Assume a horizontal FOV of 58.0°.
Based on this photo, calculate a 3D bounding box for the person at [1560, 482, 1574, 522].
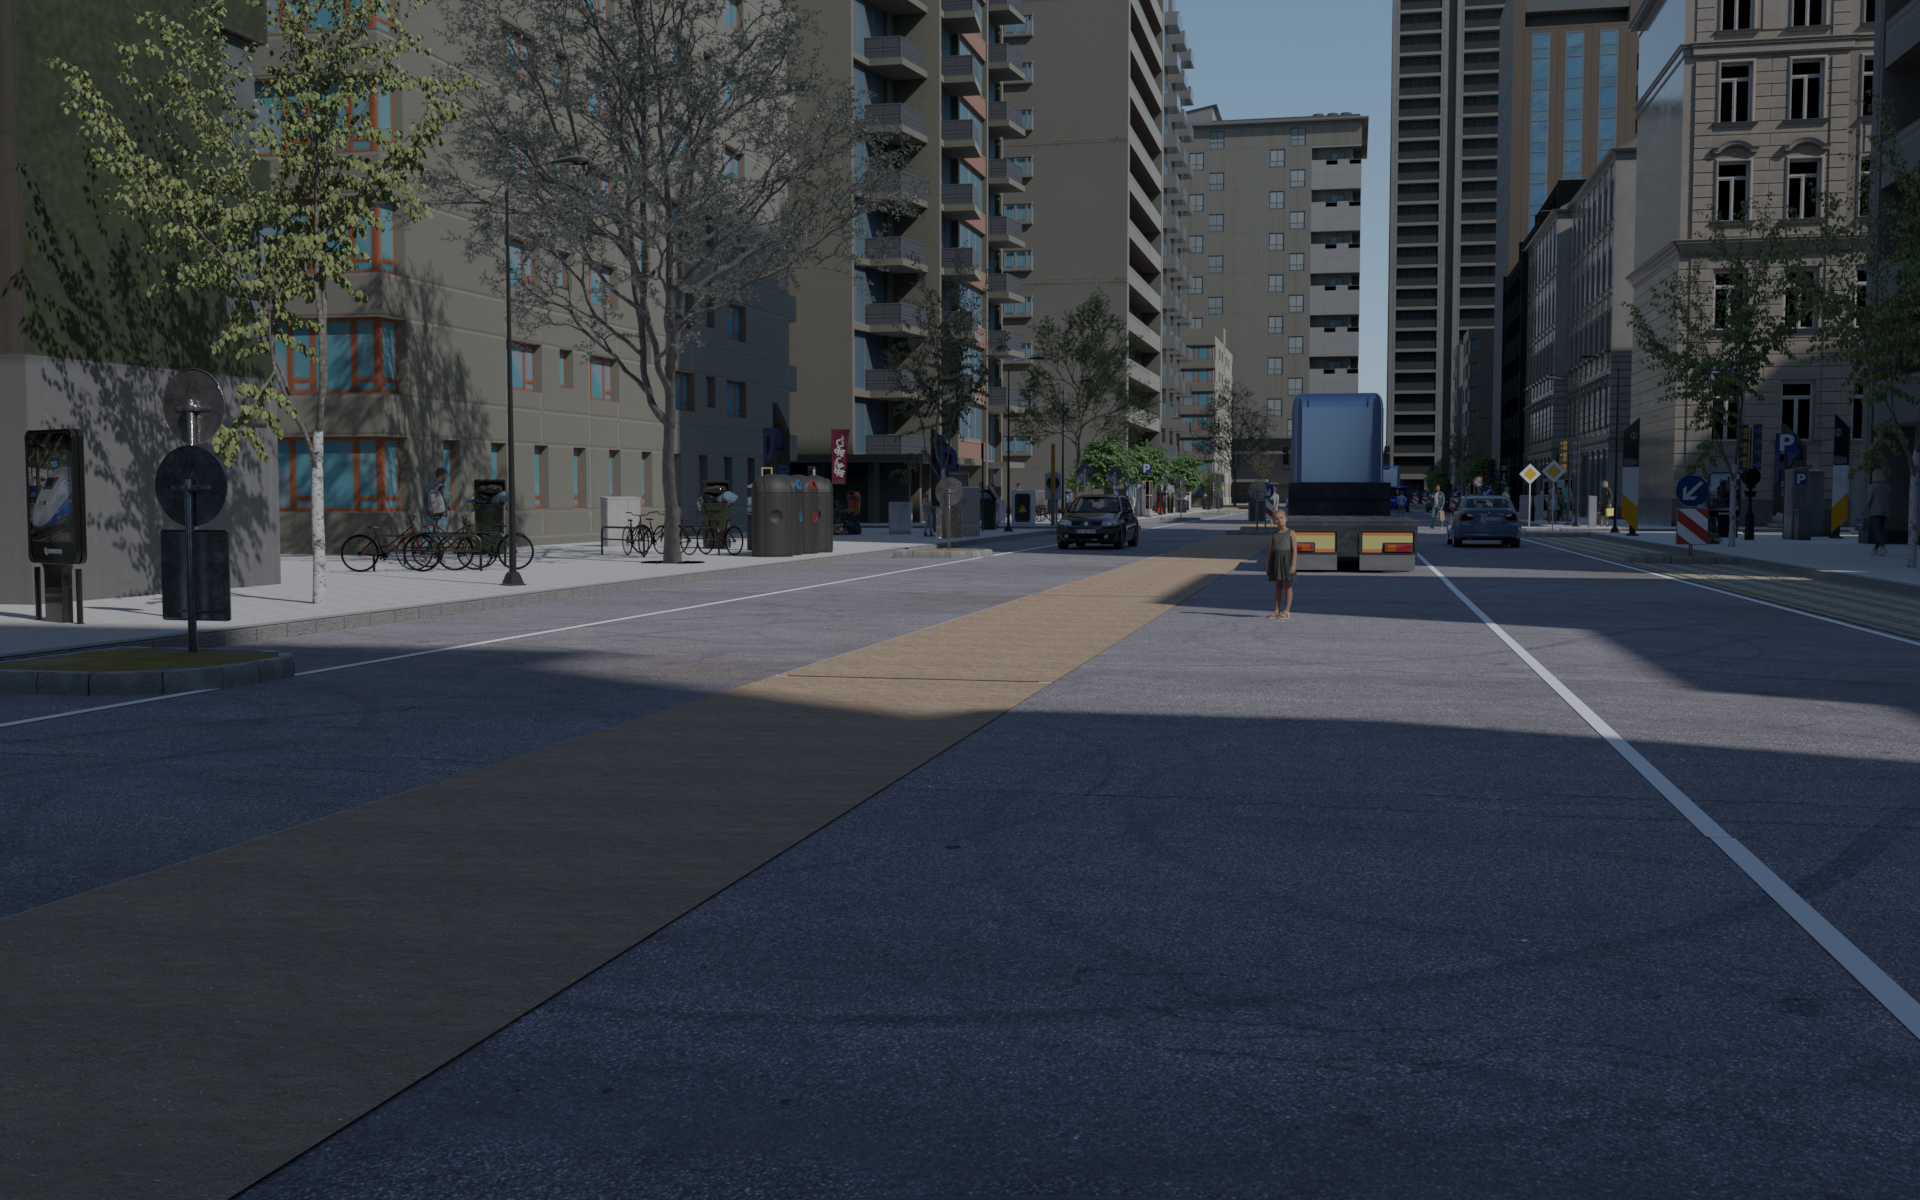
[{"bbox_3d":[28.389,-4.600,81.113,0.748,1.841,0.638,0,4,-8],"label":"person"}]

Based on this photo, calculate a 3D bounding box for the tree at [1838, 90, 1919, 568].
[{"bbox_3d":[16.453,-4.881,30.172,4.737,8.622,4.395,0,3,0],"label":"tree"}]

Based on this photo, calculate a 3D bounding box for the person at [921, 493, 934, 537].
[{"bbox_3d":[-0.948,-2.564,52.241,0.394,1.301,0.425,3,4,36],"label":"person"}]

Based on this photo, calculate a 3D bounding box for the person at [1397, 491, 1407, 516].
[{"bbox_3d":[26.827,-5.803,105.182,0.589,1.601,0.330,2,4,25],"label":"person"}]

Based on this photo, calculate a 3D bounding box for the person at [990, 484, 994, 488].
[{"bbox_3d":[1.279,-4.087,73.697,0.563,1.720,0.643,-3,5,-41],"label":"person"}]

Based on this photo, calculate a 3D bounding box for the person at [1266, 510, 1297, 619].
[{"bbox_3d":[3.706,-0.415,19.951,0.362,1.253,0.373,3,5,43],"label":"person"}]

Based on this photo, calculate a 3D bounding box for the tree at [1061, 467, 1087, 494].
[{"bbox_3d":[7.417,-6.973,108.602,1.663,3.219,1.824,0,3,0],"label":"tree"}]

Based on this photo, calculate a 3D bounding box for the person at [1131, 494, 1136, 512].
[{"bbox_3d":[9.471,-5.181,95.035,0.394,1.301,0.425,-1,4,-20],"label":"person"}]

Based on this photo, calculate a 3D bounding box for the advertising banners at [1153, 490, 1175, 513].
[{"bbox_3d":[13.267,-7.239,114.538,2.074,3.025,0.090,-1,4,-20],"label":"advertising banners"}]

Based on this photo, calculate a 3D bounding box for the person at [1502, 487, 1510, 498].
[{"bbox_3d":[26.480,-4.615,84.183,0.478,1.798,0.641,-2,4,-27],"label":"person"}]

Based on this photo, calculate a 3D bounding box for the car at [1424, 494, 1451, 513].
[{"bbox_3d":[37.104,-7.635,134.622,2.009,1.686,4.222,1,4,14],"label":"car"}]

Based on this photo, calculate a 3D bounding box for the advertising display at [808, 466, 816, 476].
[{"bbox_3d":[-3.468,-2.165,40.617,0.123,1.923,0.974,0,4,-1],"label":"advertising display"}]

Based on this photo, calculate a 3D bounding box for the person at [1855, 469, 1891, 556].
[{"bbox_3d":[19.014,-1.819,35.972,0.709,1.800,0.728,0,4,-5],"label":"person"}]

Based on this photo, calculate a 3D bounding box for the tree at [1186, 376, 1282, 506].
[{"bbox_3d":[28.572,-16.504,180.205,12.009,13.543,11.850,0,3,0],"label":"tree"}]

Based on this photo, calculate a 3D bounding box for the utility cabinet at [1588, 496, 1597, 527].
[{"bbox_3d":[24.455,-3.413,66.966,0.306,1.237,1.020,1,4,18],"label":"utility cabinet"}]

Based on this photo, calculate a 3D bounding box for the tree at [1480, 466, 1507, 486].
[{"bbox_3d":[36.481,-7.537,117.836,1.663,3.219,1.824,0,3,0],"label":"tree"}]

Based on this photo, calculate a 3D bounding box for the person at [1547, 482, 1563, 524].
[{"bbox_3d":[25.682,-4.198,74.773,0.616,1.811,0.778,3,5,39],"label":"person"}]

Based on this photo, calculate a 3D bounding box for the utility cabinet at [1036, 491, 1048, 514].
[{"bbox_3d":[5.363,-6.301,111.701,1.173,1.500,0.318,2,4,35],"label":"utility cabinet"}]

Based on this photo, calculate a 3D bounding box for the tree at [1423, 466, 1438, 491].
[{"bbox_3d":[55.741,-13.354,202.051,4.285,4.588,4.351,0,3,0],"label":"tree"}]

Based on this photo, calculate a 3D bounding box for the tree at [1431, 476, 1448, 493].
[{"bbox_3d":[54.151,-12.282,195.418,1.663,3.219,1.824,0,3,0],"label":"tree"}]

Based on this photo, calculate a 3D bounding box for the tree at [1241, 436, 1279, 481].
[{"bbox_3d":[36.327,-15.926,210.752,4.360,8.622,3.978,0,3,0],"label":"tree"}]

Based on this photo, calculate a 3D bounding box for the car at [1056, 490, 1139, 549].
[{"bbox_3d":[3.701,-2.228,46.219,2.009,1.686,4.222,1,4,14],"label":"car"}]

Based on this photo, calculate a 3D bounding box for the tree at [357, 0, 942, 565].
[{"bbox_3d":[-5.470,-7.418,31.658,12.009,13.543,11.850,0,3,0],"label":"tree"}]

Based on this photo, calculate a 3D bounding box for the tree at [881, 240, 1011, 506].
[{"bbox_3d":[-0.518,-6.149,50.900,4.360,8.622,3.978,0,3,0],"label":"tree"}]

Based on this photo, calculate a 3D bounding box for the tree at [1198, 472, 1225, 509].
[{"bbox_3d":[21.805,-9.451,149.120,1.663,3.219,1.824,0,3,0],"label":"tree"}]

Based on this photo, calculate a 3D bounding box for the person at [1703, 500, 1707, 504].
[{"bbox_3d":[28.204,-3.672,66.040,0.622,1.834,0.822,0,4,-2],"label":"person"}]

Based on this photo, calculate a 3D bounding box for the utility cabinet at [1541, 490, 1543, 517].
[{"bbox_3d":[32.306,-5.290,95.173,1.173,1.500,0.318,-3,5,-43],"label":"utility cabinet"}]

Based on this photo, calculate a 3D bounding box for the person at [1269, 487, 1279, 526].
[{"bbox_3d":[12.660,-3.720,70.077,0.466,1.731,0.760,1,4,9],"label":"person"}]

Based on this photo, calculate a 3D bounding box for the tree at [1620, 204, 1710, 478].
[{"bbox_3d":[18.693,-5.619,42.225,4.737,8.622,4.395,0,3,0],"label":"tree"}]

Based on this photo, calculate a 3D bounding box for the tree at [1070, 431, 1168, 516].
[{"bbox_3d":[7.175,-6.289,86.531,4.285,4.588,4.351,0,3,0],"label":"tree"}]

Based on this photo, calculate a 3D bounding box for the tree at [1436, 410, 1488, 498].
[{"bbox_3d":[44.202,-12.363,152.504,4.360,8.622,3.978,0,3,0],"label":"tree"}]

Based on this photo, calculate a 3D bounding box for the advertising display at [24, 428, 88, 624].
[{"bbox_3d":[-9.027,-0.739,17.304,0.974,1.923,0.123,3,4,37],"label":"advertising display"}]

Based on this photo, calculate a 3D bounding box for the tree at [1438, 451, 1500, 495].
[{"bbox_3d":[39.850,-9.134,133.055,4.285,4.588,4.351,0,3,0],"label":"tree"}]

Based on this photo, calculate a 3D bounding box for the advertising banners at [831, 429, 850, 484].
[{"bbox_3d":[-3.970,-3.104,46.932,2.074,3.025,0.090,1,4,13],"label":"advertising banners"}]

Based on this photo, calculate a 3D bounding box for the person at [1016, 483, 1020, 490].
[{"bbox_3d":[2.842,-4.652,82.296,0.583,1.804,0.606,3,5,44],"label":"person"}]

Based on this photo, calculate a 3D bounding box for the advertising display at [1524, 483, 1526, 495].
[{"bbox_3d":[32.726,-5.817,100.322,0.123,1.923,0.974,1,4,19],"label":"advertising display"}]

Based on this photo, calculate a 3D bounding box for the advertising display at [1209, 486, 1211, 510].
[{"bbox_3d":[19.828,-8.086,137.427,0.123,1.923,0.974,1,4,9],"label":"advertising display"}]

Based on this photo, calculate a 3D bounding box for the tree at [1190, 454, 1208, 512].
[{"bbox_3d":[16.615,-8.812,127.786,4.285,4.588,4.351,0,3,0],"label":"tree"}]

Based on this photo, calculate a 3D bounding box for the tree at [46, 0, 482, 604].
[{"bbox_3d":[-7.737,-4.261,20.027,4.737,8.622,4.395,0,3,0],"label":"tree"}]

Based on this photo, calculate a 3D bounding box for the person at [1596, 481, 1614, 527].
[{"bbox_3d":[25.424,-3.799,68.378,0.699,1.804,1.509,1,4,15],"label":"person"}]

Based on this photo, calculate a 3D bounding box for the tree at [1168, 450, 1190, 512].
[{"bbox_3d":[11.033,-7.268,102.550,4.285,4.588,4.351,0,3,0],"label":"tree"}]

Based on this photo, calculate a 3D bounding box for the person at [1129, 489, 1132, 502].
[{"bbox_3d":[10.486,-6.245,108.257,0.679,1.850,0.850,1,4,19],"label":"person"}]

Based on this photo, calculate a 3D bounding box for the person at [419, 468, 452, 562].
[{"bbox_3d":[-9.871,-1.607,32.669,0.623,1.781,0.721,0,4,7],"label":"person"}]

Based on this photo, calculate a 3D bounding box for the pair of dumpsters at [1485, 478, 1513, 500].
[{"bbox_3d":[33.183,-6.387,106.914,1.574,2.255,4.437,1,4,13],"label":"pair of dumpsters"}]

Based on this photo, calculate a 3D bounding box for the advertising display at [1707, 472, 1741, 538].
[{"bbox_3d":[22.419,-2.792,50.857,0.974,1.923,0.123,0,4,-4],"label":"advertising display"}]

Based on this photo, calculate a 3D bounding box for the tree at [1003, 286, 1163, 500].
[{"bbox_3d":[5.492,-8.734,77.213,7.601,10.594,8.767,0,4,-5],"label":"tree"}]

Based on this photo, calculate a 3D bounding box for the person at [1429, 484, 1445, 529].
[{"bbox_3d":[19.251,-3.746,69.727,0.713,1.824,0.794,-3,5,-41],"label":"person"}]

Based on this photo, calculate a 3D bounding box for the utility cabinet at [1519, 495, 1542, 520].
[{"bbox_3d":[28.705,-4.647,87.142,1.020,1.237,0.306,0,4,6],"label":"utility cabinet"}]

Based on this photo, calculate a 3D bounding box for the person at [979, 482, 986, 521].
[{"bbox_3d":[0.827,-3.598,66.684,0.474,1.900,0.648,2,4,28],"label":"person"}]

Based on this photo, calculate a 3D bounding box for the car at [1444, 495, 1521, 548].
[{"bbox_3d":[14.431,-2.190,47.805,2.014,1.417,4.499,1,4,12],"label":"car"}]

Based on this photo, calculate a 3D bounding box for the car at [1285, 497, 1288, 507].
[{"bbox_3d":[36.272,-10.914,188.041,1.945,1.707,3.694,1,4,13],"label":"car"}]
